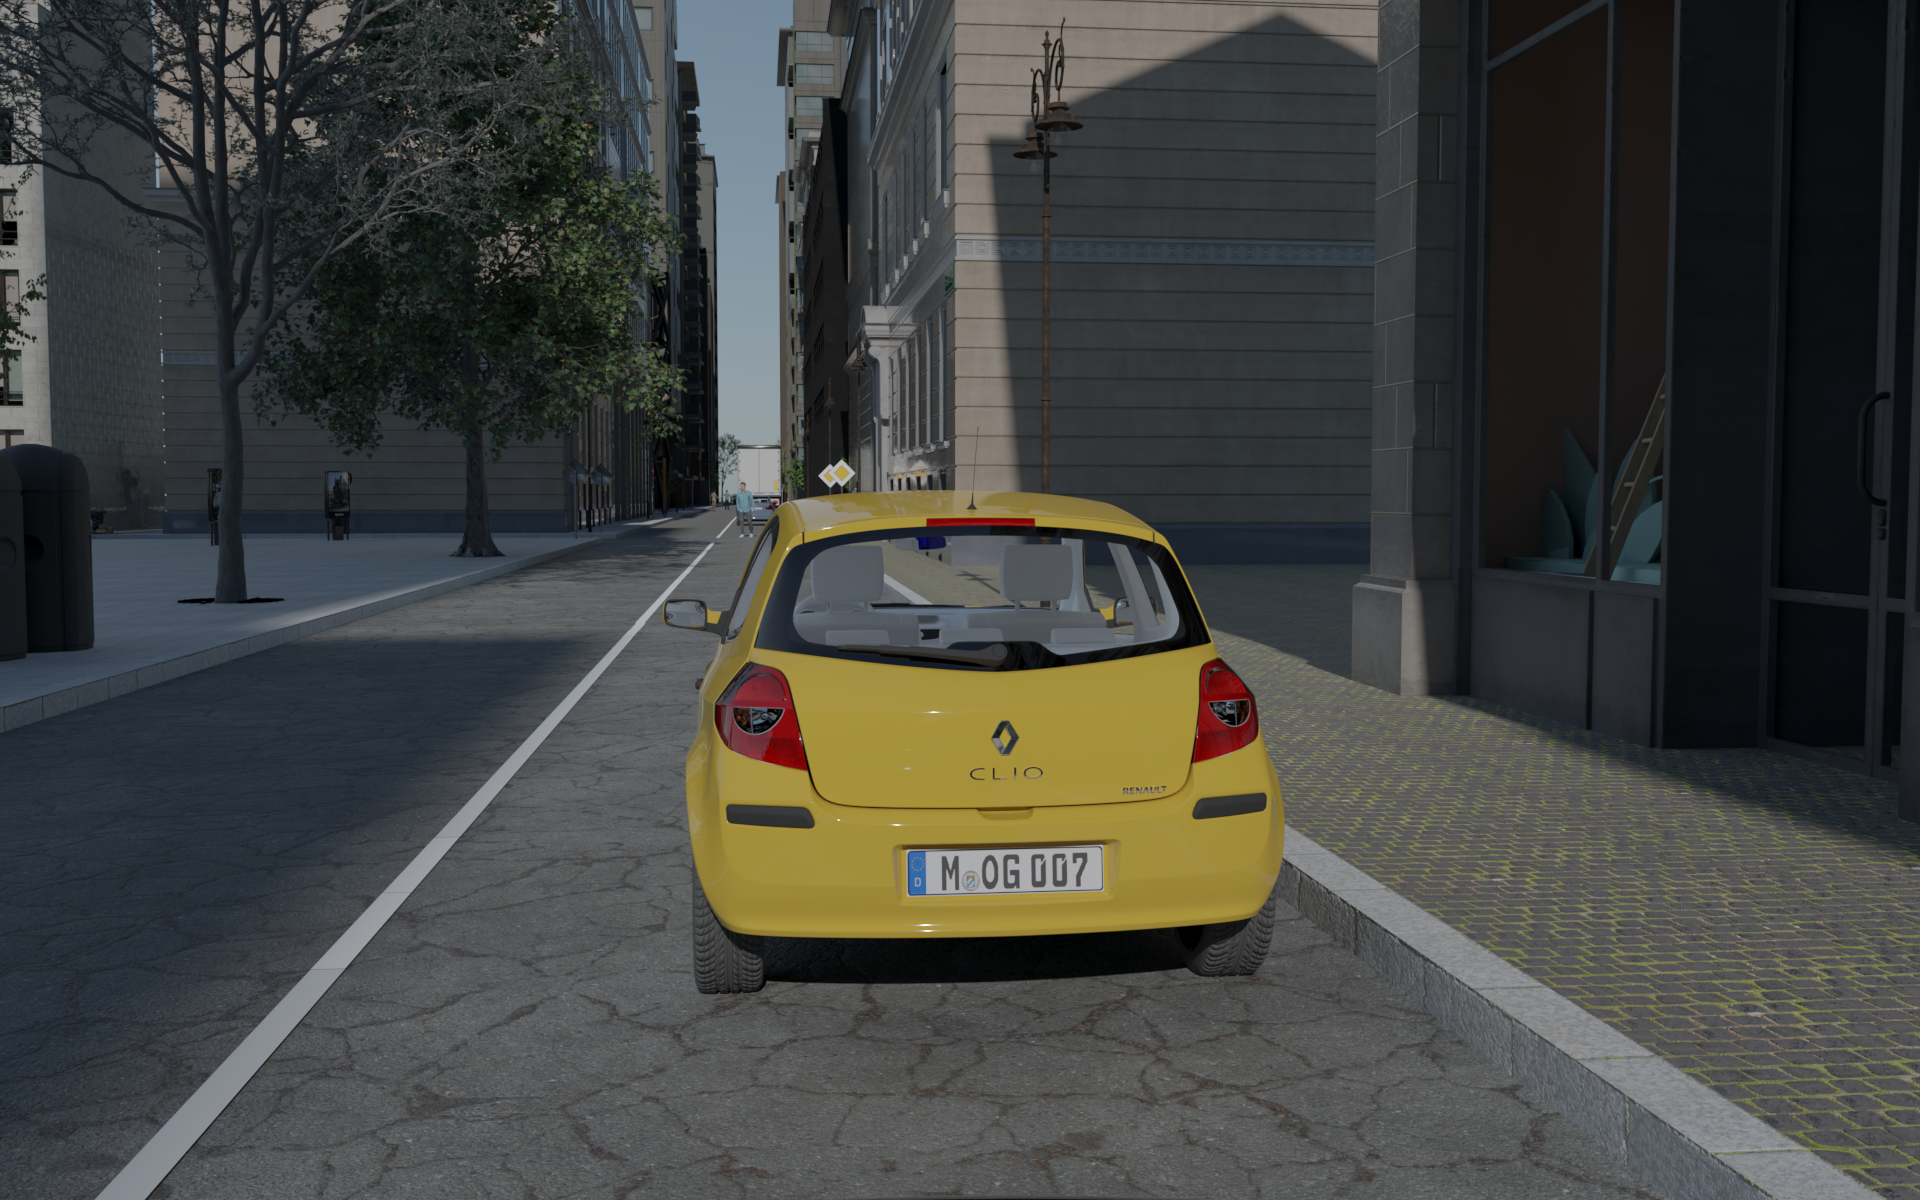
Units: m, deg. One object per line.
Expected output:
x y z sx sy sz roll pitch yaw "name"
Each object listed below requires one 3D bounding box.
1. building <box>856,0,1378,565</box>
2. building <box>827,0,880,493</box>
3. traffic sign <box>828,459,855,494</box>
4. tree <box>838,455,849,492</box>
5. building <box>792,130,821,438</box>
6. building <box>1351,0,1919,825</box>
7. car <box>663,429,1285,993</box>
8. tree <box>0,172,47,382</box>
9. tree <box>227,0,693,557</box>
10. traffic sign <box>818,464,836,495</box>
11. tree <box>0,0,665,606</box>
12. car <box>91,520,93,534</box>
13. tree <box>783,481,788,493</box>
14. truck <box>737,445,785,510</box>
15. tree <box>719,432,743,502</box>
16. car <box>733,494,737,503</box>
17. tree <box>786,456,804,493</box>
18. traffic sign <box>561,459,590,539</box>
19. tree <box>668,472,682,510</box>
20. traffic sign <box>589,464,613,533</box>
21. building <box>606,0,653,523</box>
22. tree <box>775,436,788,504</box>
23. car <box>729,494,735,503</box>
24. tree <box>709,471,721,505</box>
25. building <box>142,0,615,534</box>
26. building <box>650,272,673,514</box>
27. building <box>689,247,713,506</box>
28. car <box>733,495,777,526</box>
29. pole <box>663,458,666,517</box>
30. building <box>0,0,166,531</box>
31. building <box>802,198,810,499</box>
4.891 -15.565 40.391 13.634 28.700 20.117 0 4 -7 "building"
10.257 -14.298 67.056 30.059 22.955 16.112 0 4 -7 "building"
-3.413 -2.837 50.030 0.795 2.450 0.064 0 4 -7 "traffic sign"
-4.591 -4.937 75.325 1.663 3.219 1.824 0 3 0 "tree"
-4.374 -20.399 120.917 14.401 28.519 23.554 0 4 -7 "building"
7.252 -9.758 10.459 10.553 20.767 40.483 0 4 -7 "building"
-0.117 0.229 6.477 2.015 1.641 3.980 0 4 -7 "car"
-21.257 -5.253 36.249 4.737 8.622 4.395 0 3 0 "tree"
-10.031 -7.234 35.278 9.611 12.733 9.660 0 3 0 "tree"
-4.342 -3.322 57.961 0.795 2.450 0.064 0 4 -7 "traffic sign"
-8.468 -6.710 20.084 12.009 13.543 11.850 0 3 0 "tree"
-28.482 -2.396 51.540 4.827 1.381 2.083 0 4 -6 "car"
-21.337 -13.611 217.139 1.663 3.219 1.824 0 3 0 "tree"
-11.999 -7.070 104.506 2.839 4.237 11.283 0 4 -5 "truck"
-39.663 -22.263 289.748 9.928 11.665 9.643 0 3 0 "tree"
-32.122 -14.685 251.897 2.131 1.459 4.920 -1 4 -8 "car"
-11.992 -9.262 135.146 4.285 4.588 4.351 0 3 0 "tree"
-10.908 -2.785 49.175 0.795 2.450 0.064 0 4 -7 "traffic sign"
-21.555 -8.234 129.233 1.663 3.219 1.824 0 3 0 "tree"
-11.837 -3.270 57.106 0.795 2.450 0.064 0 4 -7 "traffic sign"
-22.428 -19.108 89.908 11.434 29.767 29.804 0 4 -7 "building"
-22.605 -16.608 221.899 4.737 8.622 4.395 0 3 0 "tree"
-34.522 -15.607 266.966 2.131 1.459 4.920 0 4 -8 "car"
-30.606 -13.751 208.541 4.285 4.588 4.351 0 3 0 "tree"
-20.282 -17.077 65.106 13.634 28.700 20.117 0 4 -7 "building"
-27.406 -15.023 113.085 16.820 18.784 16.811 0 4 -7 "building"
-35.437 -25.838 194.148 14.160 30.474 14.107 0 4 -7 "building"
-9.438 -4.149 79.838 2.014 1.417 4.499 0 4 -8 "car"
-16.644 -6.341 97.510 0.158 3.312 0.155 0 3 0 "pole"
-37.463 -12.438 58.109 16.860 20.320 10.420 0 4 -7 "building"
-2.747 -16.584 100.820 12.332 23.373 15.834 0 4 -7 "building"
